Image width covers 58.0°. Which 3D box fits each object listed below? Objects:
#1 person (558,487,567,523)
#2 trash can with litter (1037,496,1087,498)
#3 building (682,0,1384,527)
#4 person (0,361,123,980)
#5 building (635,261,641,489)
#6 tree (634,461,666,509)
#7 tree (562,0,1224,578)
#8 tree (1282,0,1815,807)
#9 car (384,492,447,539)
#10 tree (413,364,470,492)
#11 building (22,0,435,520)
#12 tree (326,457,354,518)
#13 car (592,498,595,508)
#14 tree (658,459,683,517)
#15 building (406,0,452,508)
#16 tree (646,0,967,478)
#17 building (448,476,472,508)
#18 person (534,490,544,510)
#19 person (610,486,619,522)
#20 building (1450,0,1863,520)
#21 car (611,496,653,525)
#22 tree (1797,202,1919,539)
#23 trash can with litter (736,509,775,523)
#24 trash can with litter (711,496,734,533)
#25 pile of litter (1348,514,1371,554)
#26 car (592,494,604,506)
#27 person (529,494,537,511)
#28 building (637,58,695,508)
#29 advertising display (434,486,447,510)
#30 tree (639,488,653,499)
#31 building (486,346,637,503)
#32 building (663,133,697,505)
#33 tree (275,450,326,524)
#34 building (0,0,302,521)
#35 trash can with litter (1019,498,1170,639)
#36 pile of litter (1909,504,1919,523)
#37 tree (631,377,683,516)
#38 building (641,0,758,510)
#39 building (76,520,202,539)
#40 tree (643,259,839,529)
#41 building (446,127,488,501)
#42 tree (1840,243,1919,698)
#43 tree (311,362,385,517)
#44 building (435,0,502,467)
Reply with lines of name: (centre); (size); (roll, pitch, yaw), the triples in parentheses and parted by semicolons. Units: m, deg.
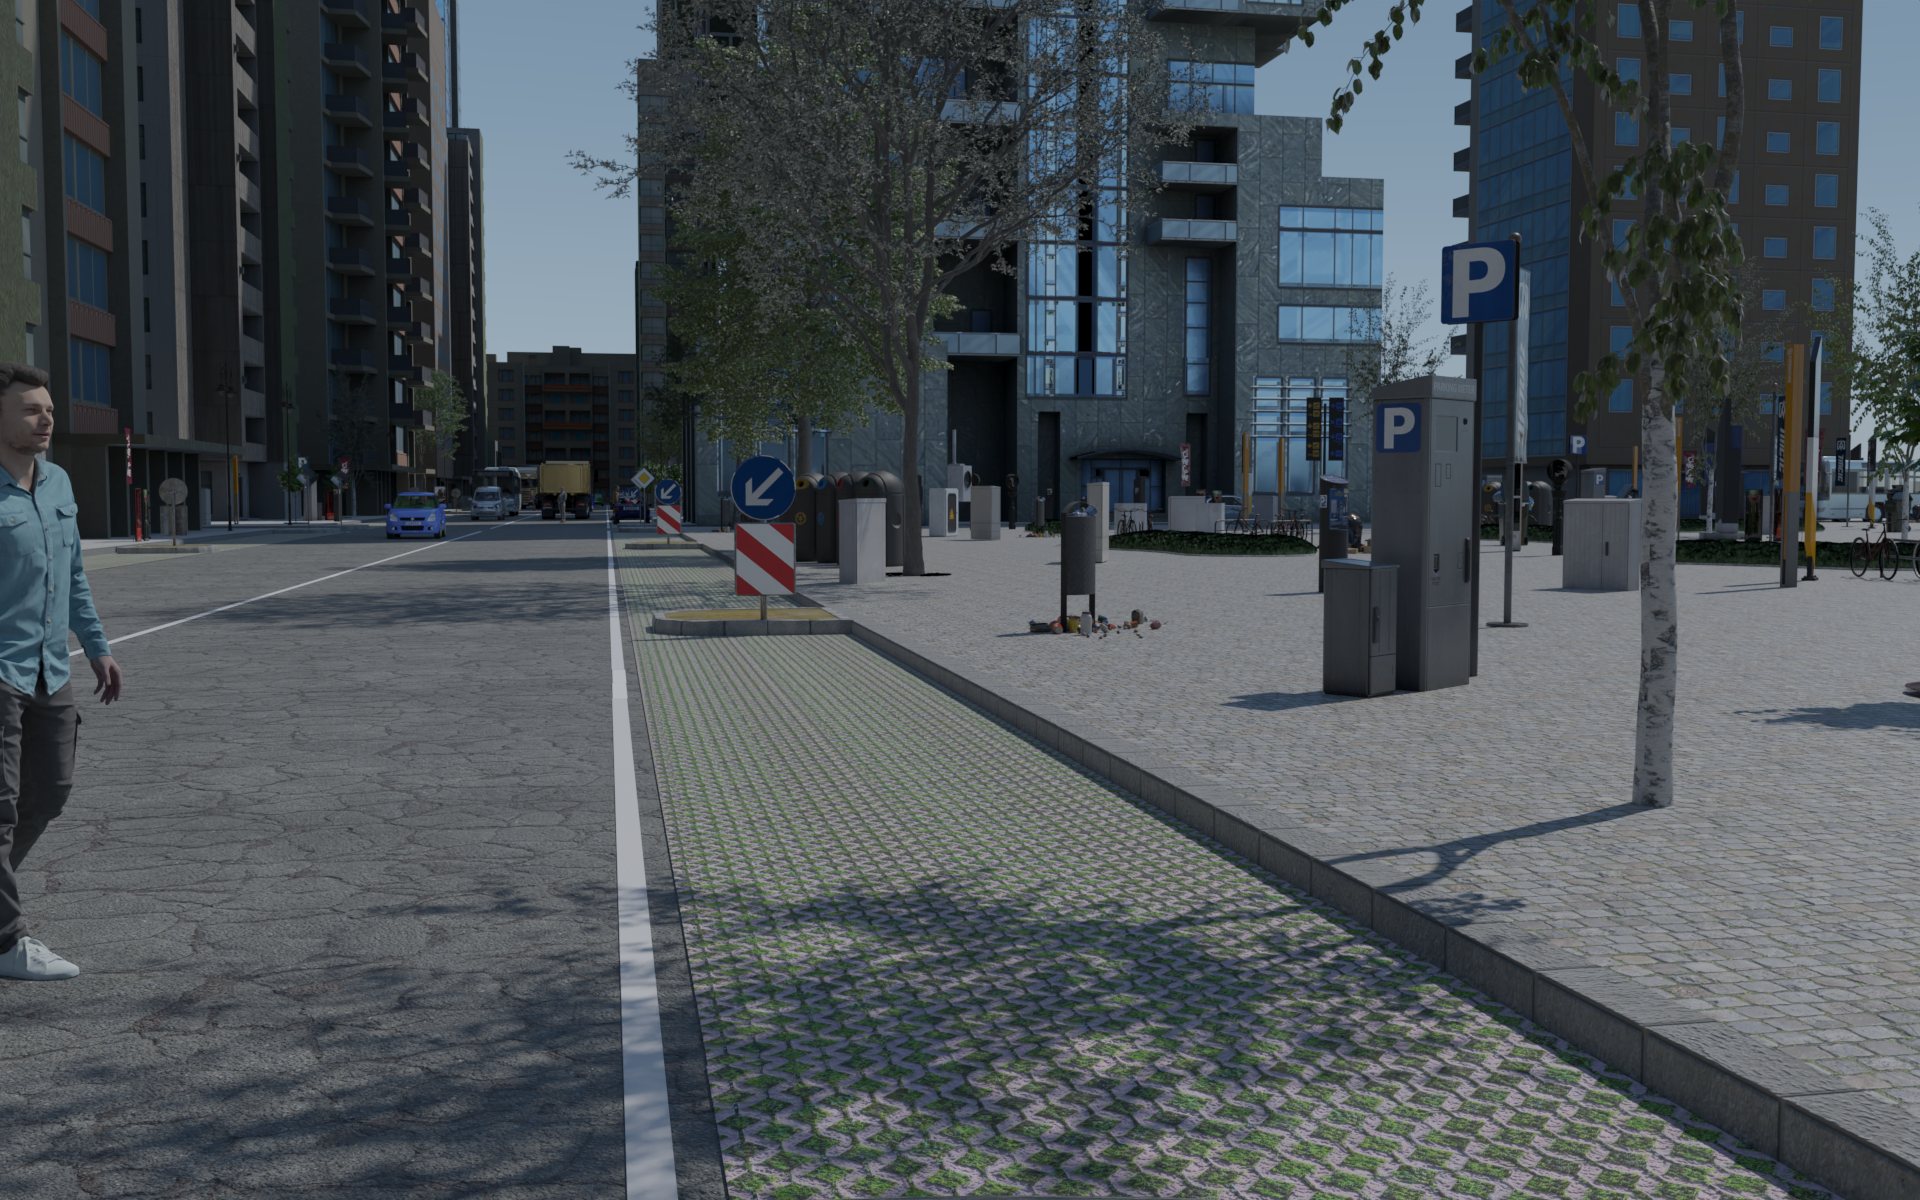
person: (-19.794, -4.720, 85.949); (0.520, 1.790, 0.573); (1, 4, 15)
trash can with litter: (2.604, -2.495, 51.856); (1.678, 1.210, 2.233); (1, 4, 20)
building: (2.150, -47.082, 82.458); (31.000, 86.520, 22.319); (-1, 4, -12)
person: (-2.909, 0.200, 5.247); (0.620, 1.820, 0.660); (1, 4, 9)
building: (-33.370, -27.188, 216.226); (14.160, 30.474, 14.107); (-1, 4, -12)
tree: (-27.002, -10.349, 152.913); (4.285, 4.588, 4.351); (0, 3, 0)
tree: (-0.860, -7.124, 26.846); (12.009, 13.543, 11.850); (0, 3, 0)
tree: (2.632, -3.458, 6.906); (4.360, 8.622, 3.978); (0, 3, 0)
car: (-17.720, -2.867, 56.463); (1.945, 1.707, 3.694); (-1, 4, -13)
tree: (-41.297, -12.667, 132.865); (9.928, 11.665, 9.643); (0, 3, 0)
building: (-46.216, -27.912, 110.986); (22.147, 44.769, 28.867); (-1, 4, -12)
tree: (-32.908, -5.933, 91.609); (1.663, 3.219, 1.824); (0, 3, 0)
car: (-38.915, -10.434, 180.190); (1.945, 1.707, 3.694); (-1, 4, -11)
tree: (-15.603, -6.172, 95.513); (1.663, 3.219, 1.824); (0, 3, 0)
building: (-51.927, -30.536, 149.377); (14.600, 45.320, 14.200); (-1, 4, -12)
tree: (-3.186, -7.392, 38.981); (7.486, 12.596, 7.792); (0, 3, 0)
building: (-64.366, -29.026, 166.454); (32.217, 40.220, 23.993); (-1, 4, -12)
person: (-37.676, -8.975, 155.379); (1.348, 1.807, 0.705); (0, 4, -1)
person: (-17.249, -4.792, 86.759); (0.656, 1.842, 0.836); (2, 4, 29)
building: (35.333, -26.857, 89.215); (14.200, 45.320, 14.600); (-1, 4, -12)
car: (-15.615, -4.271, 82.403); (1.945, 1.354, 3.894); (-1, 4, -10)
tree: (23.181, -5.651, 42.756); (4.737, 8.622, 4.395); (0, 3, 0)
trash can with litter: (-4.445, -1.678, 38.828); (1.055, 1.170, 0.624); (-3, 4, -37)
trash can with litter: (-7.636, -2.908, 58.603); (1.678, 1.210, 2.233); (2, 4, 24)
pile of litter: (8.786, -1.455, 37.755); (1.719, 0.858, 1.176); (-1, 4, -21)
car: (-43.090, -11.997, 204.951); (1.959, 1.807, 4.718); (-1, 4, -13)
person: (-36.384, -8.304, 147.497); (0.421, 1.427, 0.697); (3, 5, 42)
building: (-23.940, -29.605, 167.642); (14.154, 41.232, 14.086); (-1, 4, -12)
advertising display: (-43.042, -8.457, 143.493); (0.974, 1.923, 0.123); (0, 4, -6)
tree: (-28.037, -9.874, 156.046); (1.663, 3.219, 1.824); (0, 3, 0)
building: (-54.556, -24.260, 241.686); (28.899, 21.520, 27.650); (-1, 4, -12)
building: (-17.274, -22.677, 142.467); (14.160, 30.474, 14.107); (-1, 4, -12)
tree: (-29.009, -4.934, 75.267); (1.663, 3.219, 1.824); (0, 3, 0)
building: (-40.339, -19.014, 82.581); (14.160, 30.474, 14.107); (-1, 4, -12)
trash can with litter: (1.424, -0.332, 16.484); (1.678, 1.210, 2.233); (3, 4, 36)
pile of litter: (42.883, -3.869, 77.224); (1.719, 0.858, 1.176); (1, 4, 9)
tree: (-16.321, -9.311, 102.597); (4.737, 8.622, 4.395); (0, 3, 0)
building: (-23.737, -45.638, 184.441); (20.563, 71.187, 20.611); (-1, 4, -12)
building: (-38.200, -24.123, 49.037); (28.867, 44.769, 22.147); (-1, 4, -12)
tree: (-7.540, -7.703, 60.361); (7.601, 10.594, 8.767); (0, 4, -6)
building: (-58.878, -30.785, 186.935); (14.154, 41.232, 14.086); (-1, 4, -12)
tree: (6.424, -0.995, 10.869); (1.663, 3.219, 1.824); (0, 3, 0)
tree: (-33.842, -8.936, 96.462); (4.360, 8.622, 3.978); (0, 3, 0)
building: (-71.153, -54.497, 203.694); (31.000, 86.520, 22.319); (-1, 4, -12)
